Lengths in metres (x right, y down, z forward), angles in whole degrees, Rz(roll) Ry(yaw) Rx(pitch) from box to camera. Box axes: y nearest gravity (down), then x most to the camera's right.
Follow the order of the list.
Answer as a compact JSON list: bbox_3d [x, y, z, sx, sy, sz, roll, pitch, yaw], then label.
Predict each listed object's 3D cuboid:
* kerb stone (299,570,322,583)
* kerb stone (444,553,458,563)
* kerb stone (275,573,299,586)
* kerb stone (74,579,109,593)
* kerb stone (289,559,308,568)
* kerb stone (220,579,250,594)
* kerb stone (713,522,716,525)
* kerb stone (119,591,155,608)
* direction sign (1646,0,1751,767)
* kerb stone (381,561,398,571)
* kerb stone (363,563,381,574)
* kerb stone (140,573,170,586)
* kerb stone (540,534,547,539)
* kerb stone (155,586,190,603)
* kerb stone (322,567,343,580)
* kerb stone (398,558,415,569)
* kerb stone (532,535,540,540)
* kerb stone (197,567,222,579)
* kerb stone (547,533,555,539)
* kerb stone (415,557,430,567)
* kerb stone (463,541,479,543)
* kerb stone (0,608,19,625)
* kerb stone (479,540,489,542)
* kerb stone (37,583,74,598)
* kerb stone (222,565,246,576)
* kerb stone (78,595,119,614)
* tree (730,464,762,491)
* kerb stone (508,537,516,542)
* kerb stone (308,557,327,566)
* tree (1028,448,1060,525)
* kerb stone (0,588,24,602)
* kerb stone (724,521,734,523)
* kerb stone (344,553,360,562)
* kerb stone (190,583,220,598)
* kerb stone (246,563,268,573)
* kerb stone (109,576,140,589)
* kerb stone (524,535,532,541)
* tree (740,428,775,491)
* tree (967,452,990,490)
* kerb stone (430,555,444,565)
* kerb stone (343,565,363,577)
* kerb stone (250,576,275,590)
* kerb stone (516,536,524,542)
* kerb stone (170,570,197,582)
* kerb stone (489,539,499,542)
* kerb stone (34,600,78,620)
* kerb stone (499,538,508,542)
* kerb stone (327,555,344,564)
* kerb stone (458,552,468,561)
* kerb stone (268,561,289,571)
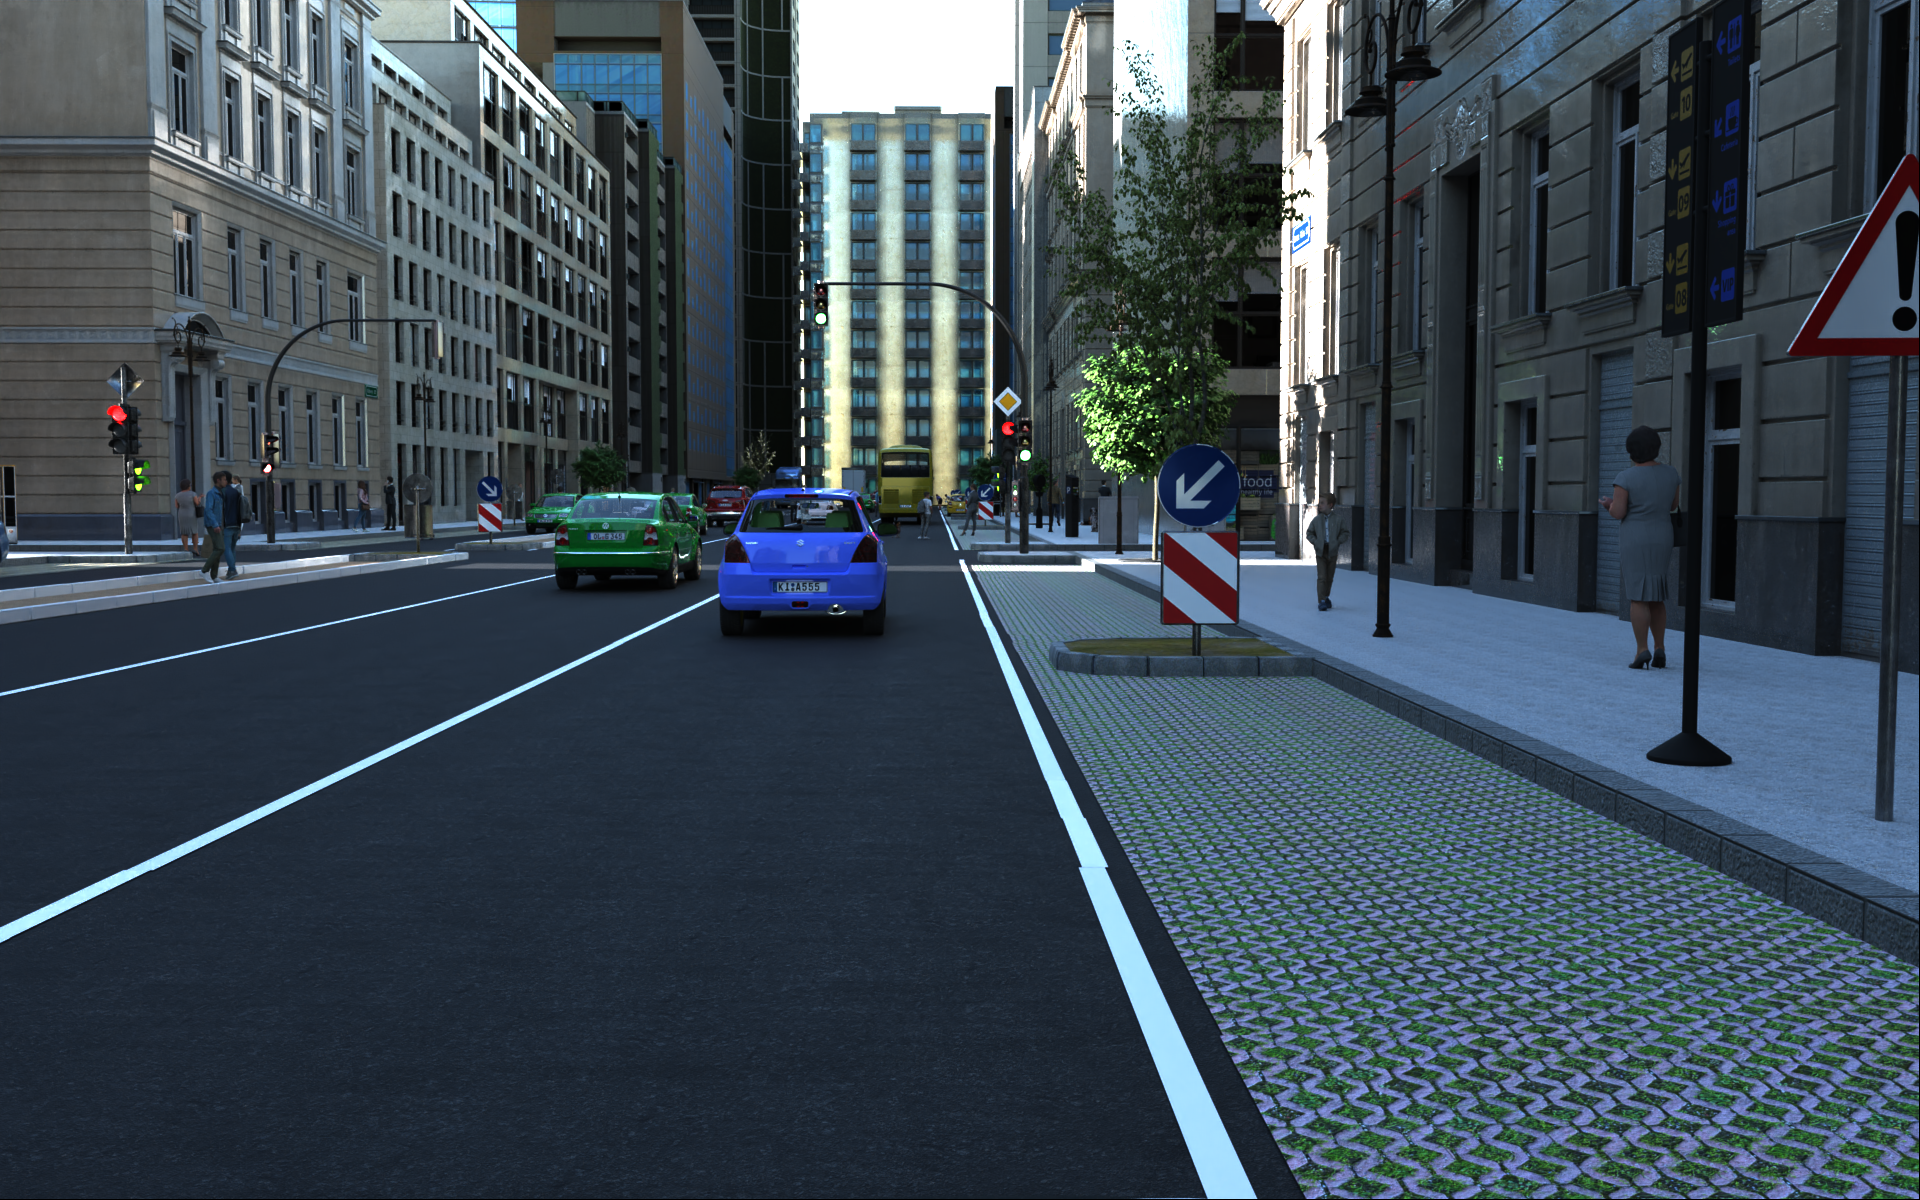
[{"bbox_3d":[-10.712,-0.375,28.331,0.120,0.150,1.000,0,4,-1],"label":"kerb stone"},{"bbox_3d":[-10.848,-0.877,36.537,0.120,0.150,1.000,0,4,-1],"label":"kerb stone"},{"bbox_3d":[-10.701,-0.312,27.309,0.120,0.150,1.000,0,4,-1],"label":"kerb stone"},{"bbox_3d":[-12.763,-0.186,25.286,0.120,0.150,1.000,0,4,-1],"label":"kerb stone"},{"bbox_3d":[-12.893,-0.690,33.489,0.120,0.150,1.000,0,4,-1],"label":"kerb stone"},{"bbox_3d":[-10.661,-0.188,25.265,0.120,0.150,1.000,0,4,-1],"label":"kerb stone"},{"bbox_3d":[-11.552,-3.667,82.153,0.120,0.150,1.000,0,4,-1],"label":"kerb stone"},{"bbox_3d":[-10.631,0.006,22.190,0.120,0.150,1.000,0,4,-1],"label":"kerb stone"},{"bbox_3d":[3.507,-0.993,8.227,0.379,3.537,0.876,0,4,1],"label":"direction sign"},{"bbox_3d":[-10.780,-0.624,32.436,0.120,0.150,1.000,0,4,-1],"label":"kerb stone"},{"bbox_3d":[-10.762,-0.564,31.414,0.120,0.150,1.000,0,4,-1],"label":"kerb stone"},{"bbox_3d":[-12.802,-0.314,27.346,0.120,0.150,1.000,0,4,-1],"label":"kerb stone"},{"bbox_3d":[-13.224,-1.966,54.458,0.120,0.150,1.000,0,4,-1],"label":"kerb stone"},{"bbox_3d":[-10.636,-0.059,23.212,0.120,0.150,1.000,0,4,-1],"label":"kerb stone"},{"bbox_3d":[-10.730,-0.438,29.353,0.120,0.150,1.000,0,4,-1],"label":"kerb stone"},{"bbox_3d":[-10.796,-0.689,33.457,0.120,0.150,1.000,0,4,-1],"label":"kerb stone"},{"bbox_3d":[-13.207,-1.911,53.435,0.120,0.150,1.000,0,4,-1],"label":"kerb stone"},{"bbox_3d":[-12.834,-0.436,29.396,0.120,0.150,1.000,0,4,-1],"label":"kerb stone"},{"bbox_3d":[-13.233,-2.033,55.480,0.120,0.150,1.000,0,4,-1],"label":"kerb stone"},{"bbox_3d":[-10.816,-0.751,34.480,0.120,0.150,1.000,0,4,-1],"label":"kerb stone"},{"bbox_3d":[-13.095,-1.471,46.245,0.120,0.150,1.000,0,4,-1],"label":"kerb stone"},{"bbox_3d":[-10.572,0.189,19.108,0.120,0.150,1.000,0,4,-1],"label":"kerb stone"},{"bbox_3d":[-13.124,-1.534,47.276,0.120,0.150,1.000,0,4,-1],"label":"kerb stone"},{"bbox_3d":[-12.756,-0.126,24.264,0.120,0.150,1.000,0,4,-1],"label":"kerb stone"},{"bbox_3d":[-12.854,-0.503,30.423,0.120,0.150,1.000,0,4,-1],"label":"kerb stone"},{"bbox_3d":[-10.605,0.063,21.161,0.120,0.150,1.000,0,4,-1],"label":"kerb stone"},{"bbox_3d":[-22.980,-12.383,186.176,4.285,4.588,4.351,0,3,0],"label":"tree"},{"bbox_3d":[-13.160,-1.722,50.351,0.120,0.150,1.000,0,4,-1],"label":"kerb stone"},{"bbox_3d":[-12.913,-0.754,34.523,0.120,0.150,1.000,0,4,-1],"label":"kerb stone"},{"bbox_3d":[3.432,-4.776,72.681,1.663,3.219,1.824,0,3,0],"label":"tree"},{"bbox_3d":[-12.741,-0.064,23.242,0.120,0.150,1.000,0,4,-1],"label":"kerb stone"},{"bbox_3d":[-11.629,-3.977,87.287,0.120,0.150,1.000,0,4,-1],"label":"kerb stone"},{"bbox_3d":[-12.948,-0.878,36.568,0.120,0.150,1.000,0,4,-1],"label":"kerb stone"},{"bbox_3d":[-10.653,-0.124,24.236,0.120,0.150,1.000,0,4,-1],"label":"kerb stone"},{"bbox_3d":[-12.856,-0.560,31.445,0.120,0.150,1.000,0,4,-1],"label":"kerb stone"},{"bbox_3d":[-12.790,-0.250,26.316,0.120,0.150,1.000,0,4,-1],"label":"kerb stone"},{"bbox_3d":[-13.190,-1.848,52.407,0.120,0.150,1.000,0,4,-1],"label":"kerb stone"},{"bbox_3d":[-22.641,-14.891,193.828,4.360,8.622,3.978,0,3,0],"label":"tree"},{"bbox_3d":[2.230,-8.805,127.679,4.285,4.588,4.351,0,3,0],"label":"tree"},{"bbox_3d":[-10.832,-0.815,35.514,0.120,0.150,1.000,0,4,-1],"label":"kerb stone"},{"bbox_3d":[-10.751,-0.501,30.390,0.120,0.150,1.000,0,4,-1],"label":"kerb stone"},{"bbox_3d":[-10.680,-0.250,26.287,0.120,0.150,1.000,0,4,-1],"label":"kerb stone"},{"bbox_3d":[-13.175,-1.785,51.385,0.120,0.150,1.000,0,4,-1],"label":"kerb stone"},{"bbox_3d":[-12.820,-0.378,28.368,0.120,0.150,1.000,0,4,-1],"label":"kerb stone"},{"bbox_3d":[-13.123,-1.597,48.301,0.120,0.150,1.000,0,4,-1],"label":"kerb stone"},{"bbox_3d":[-10.593,0.126,20.139,0.120,0.150,1.000,0,4,-1],"label":"kerb stone"},{"bbox_3d":[-13.144,-1.659,49.329,0.120,0.150,1.000,0,4,-1],"label":"kerb stone"},{"bbox_3d":[-12.932,-0.817,35.546,0.120,0.150,1.000,0,4,-1],"label":"kerb stone"},{"bbox_3d":[-10.857,-0.940,37.564,0.120,0.150,1.000,0,4,-1],"label":"kerb stone"},{"bbox_3d":[-12.876,-0.621,32.467,0.120,0.150,1.000,0,4,-1],"label":"kerb stone"}]
